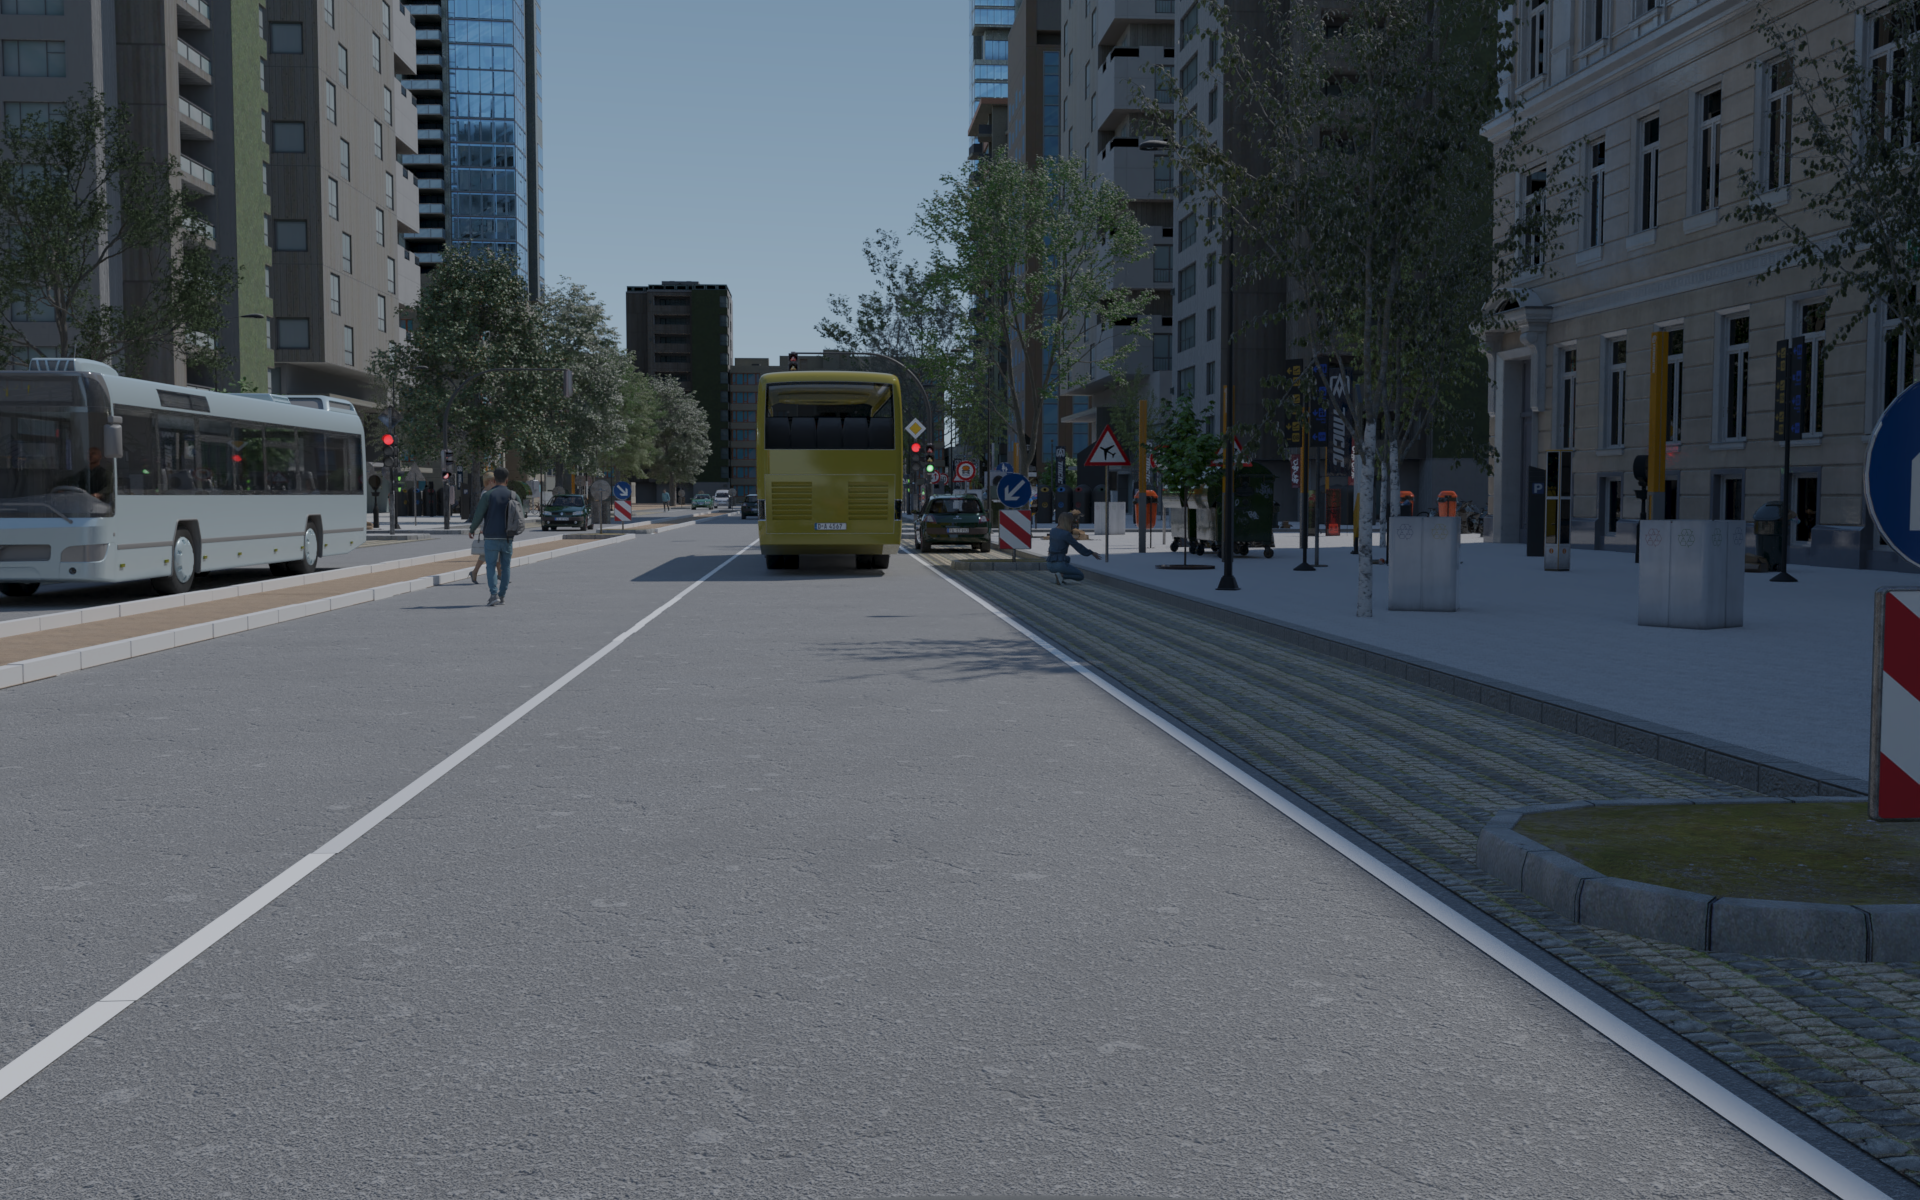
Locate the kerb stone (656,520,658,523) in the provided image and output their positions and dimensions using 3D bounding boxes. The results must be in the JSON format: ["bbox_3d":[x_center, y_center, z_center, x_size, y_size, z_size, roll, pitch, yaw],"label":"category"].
[{"bbox_3d":[-14.939,-3.807,84.442,0.120,0.150,1.000,0,4,-5],"label":"kerb stone"}]

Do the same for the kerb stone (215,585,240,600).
[{"bbox_3d":[-10.086,-0.081,23.633,0.120,0.150,1.000,0,4,-5],"label":"kerb stone"}]

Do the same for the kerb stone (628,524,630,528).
[{"bbox_3d":[-13.966,-3.058,72.195,0.120,0.150,1.000,0,4,-5],"label":"kerb stone"}]

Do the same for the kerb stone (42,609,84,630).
[{"bbox_3d":[-9.673,0.227,18.524,0.120,0.150,1.000,0,4,-5],"label":"kerb stone"}]

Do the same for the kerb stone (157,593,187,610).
[{"bbox_3d":[-9.920,0.039,21.593,0.120,0.150,1.000,0,4,-5],"label":"kerb stone"}]

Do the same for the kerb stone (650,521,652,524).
[{"bbox_3d":[-14.695,-3.620,81.385,0.120,0.150,1.000,0,4,-5],"label":"kerb stone"}]

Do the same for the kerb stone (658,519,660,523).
[{"bbox_3d":[-15.018,-3.870,85.464,0.120,0.150,1.000,0,4,-5],"label":"kerb stone"}]

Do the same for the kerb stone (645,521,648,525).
[{"bbox_3d":[-14.534,-3.494,79.333,0.120,0.150,1.000,0,4,-5],"label":"kerb stone"}]

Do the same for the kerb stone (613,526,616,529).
[{"bbox_3d":[-13.556,-2.746,67.087,0.120,0.150,1.000,0,4,-5],"label":"kerb stone"}]

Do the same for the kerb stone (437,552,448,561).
[{"bbox_3d":[-11.140,-0.899,36.899,0.120,0.150,1.000,0,4,-5],"label":"kerb stone"}]

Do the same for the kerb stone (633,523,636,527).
[{"bbox_3d":[-14.128,-3.183,74.235,0.120,0.150,1.000,0,4,-5],"label":"kerb stone"}]

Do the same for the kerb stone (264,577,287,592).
[{"bbox_3d":[-10.239,-0.213,25.675,0.120,0.150,1.000,0,4,-5],"label":"kerb stone"}]

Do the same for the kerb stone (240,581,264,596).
[{"bbox_3d":[-10.164,-0.150,24.654,0.120,0.150,1.000,0,4,-5],"label":"kerb stone"}]

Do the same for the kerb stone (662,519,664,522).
[{"bbox_3d":[-15.186,-3.994,87.502,0.120,0.150,1.000,0,4,-5],"label":"kerb stone"}]

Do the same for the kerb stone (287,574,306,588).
[{"bbox_3d":[-10.325,-0.275,26.693,0.120,0.150,1.000,0,4,-5],"label":"kerb stone"}]

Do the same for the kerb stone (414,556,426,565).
[{"bbox_3d":[-10.972,-0.772,34.857,0.120,0.150,1.000,0,4,-5],"label":"kerb stone"}]

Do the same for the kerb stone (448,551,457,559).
[{"bbox_3d":[-11.225,-0.962,37.920,0.120,0.150,1.000,0,4,-5],"label":"kerb stone"}]

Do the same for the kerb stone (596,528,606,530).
[{"bbox_3d":[-13.314,-2.558,64.029,0.120,0.150,1.000,0,4,-5],"label":"kerb stone"}]

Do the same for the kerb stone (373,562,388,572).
[{"bbox_3d":[-10.730,-0.575,31.794,0.120,0.150,1.000,0,4,-5],"label":"kerb stone"}]

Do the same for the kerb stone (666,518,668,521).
[{"bbox_3d":[-15.347,-4.119,89.540,0.120,0.150,1.000,0,4,-5],"label":"kerb stone"}]

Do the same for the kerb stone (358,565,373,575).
[{"bbox_3d":[-10.660,-0.523,30.774,0.120,0.150,1.000,0,4,-5],"label":"kerb stone"}]

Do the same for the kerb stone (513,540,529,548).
[{"bbox_3d":[-11.951,-1.524,47.112,0.120,0.150,1.000,0,4,-5],"label":"kerb stone"}]

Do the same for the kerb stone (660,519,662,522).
[{"bbox_3d":[-15.095,-3.932,86.484,0.120,0.150,1.000,0,4,-5],"label":"kerb stone"}]

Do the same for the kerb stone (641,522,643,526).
[{"bbox_3d":[-14.360,-3.370,77.295,0.120,0.150,1.000,0,4,-5],"label":"kerb stone"}]

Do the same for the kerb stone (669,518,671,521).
[{"bbox_3d":[-15.514,-4.240,91.586,0.120,0.150,1.000,0,4,-5],"label":"kerb stone"}]

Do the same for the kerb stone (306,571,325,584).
[{"bbox_3d":[-10.403,-0.337,27.712,0.120,0.150,1.000,0,4,-5],"label":"kerb stone"}]

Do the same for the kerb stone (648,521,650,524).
[{"bbox_3d":[-14.613,-3.557,80.358,0.120,0.150,1.000,0,4,-5],"label":"kerb stone"}]

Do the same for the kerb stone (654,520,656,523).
[{"bbox_3d":[-14.852,-3.743,83.424,0.120,0.150,1.000,0,4,-5],"label":"kerb stone"}]

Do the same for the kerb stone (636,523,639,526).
[{"bbox_3d":[-14.193,-3.245,75.257,0.120,0.150,1.000,0,4,-5],"label":"kerb stone"}]

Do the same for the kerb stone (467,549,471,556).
[{"bbox_3d":[-11.387,-1.086,39.958,0.120,0.150,1.000,0,4,-5],"label":"kerb stone"}]

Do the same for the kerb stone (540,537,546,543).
[{"bbox_3d":[-12.198,-1.708,50.175,0.120,0.150,1.000,0,4,-5],"label":"kerb stone"}]

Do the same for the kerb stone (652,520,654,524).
[{"bbox_3d":[-14.778,-3.680,82.404,0.120,0.150,1.000,0,4,-5],"label":"kerb stone"}]

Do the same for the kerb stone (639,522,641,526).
[{"bbox_3d":[-14.289,-3.308,76.275,0.120,0.150,1.000,0,4,-5],"label":"kerb stone"}]

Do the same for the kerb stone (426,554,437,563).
[{"bbox_3d":[-11.062,-0.837,35.875,0.120,0.150,1.000,0,4,-5],"label":"kerb stone"}]

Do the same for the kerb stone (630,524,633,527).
[{"bbox_3d":[-14.045,-3.121,73.216,0.120,0.150,1.000,0,4,-5],"label":"kerb stone"}]

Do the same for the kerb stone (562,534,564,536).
[{"bbox_3d":[-12.529,-1.962,54.273,0.120,0.150,1.000,0,4,-5],"label":"kerb stone"}]

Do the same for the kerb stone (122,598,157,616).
[{"bbox_3d":[-9.830,0.099,20.572,0.120,0.150,1.000,0,4,-5],"label":"kerb stone"}]

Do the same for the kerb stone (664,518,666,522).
[{"bbox_3d":[-15.262,-4.057,88.522,0.120,0.150,1.000,0,4,-5],"label":"kerb stone"}]

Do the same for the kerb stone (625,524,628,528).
[{"bbox_3d":[-13.878,-2.996,71.174,0.120,0.150,1.000,0,4,-5],"label":"kerb stone"}]

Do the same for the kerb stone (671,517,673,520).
[{"bbox_3d":[-15.594,-4.307,92.613,0.120,0.150,1.000,0,4,-5],"label":"kerb stone"}]

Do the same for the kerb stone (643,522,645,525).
[{"bbox_3d":[-14.450,-3.430,78.313,0.120,0.150,1.000,0,4,-5],"label":"kerb stone"}]

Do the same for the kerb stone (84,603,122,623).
[{"bbox_3d":[-9.757,0.162,19.548,0.120,0.150,1.000,0,4,-5],"label":"kerb stone"}]

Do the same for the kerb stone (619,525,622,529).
[{"bbox_3d":[-13.723,-2.871,69.129,0.120,0.150,1.000,0,4,-5],"label":"kerb stone"}]

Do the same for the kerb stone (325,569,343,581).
[{"bbox_3d":[-10.487,-0.400,28.732,0.120,0.150,1.000,0,4,-5],"label":"kerb stone"}]

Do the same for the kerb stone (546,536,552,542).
[{"bbox_3d":[-12.282,-1.769,51.193,0.120,0.150,1.000,0,4,-5],"label":"kerb stone"}]

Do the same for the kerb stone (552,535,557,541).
[{"bbox_3d":[-12.368,-1.830,52.217,0.120,0.150,1.000,0,4,-5],"label":"kerb stone"}]

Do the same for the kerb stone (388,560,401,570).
[{"bbox_3d":[-10.818,-0.650,32.816,0.120,0.150,1.000,0,4,-5],"label":"kerb stone"}]

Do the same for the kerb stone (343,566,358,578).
[{"bbox_3d":[-10.574,-0.462,29.750,0.120,0.150,1.000,0,4,-5],"label":"kerb stone"}]

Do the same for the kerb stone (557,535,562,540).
[{"bbox_3d":[-12.443,-1.892,53.236,0.120,0.150,1.000,0,4,-5],"label":"kerb stone"}]

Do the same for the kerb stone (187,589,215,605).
[{"bbox_3d":[-10.000,-0.026,22.613,0.120,0.150,1.000,0,4,-5],"label":"kerb stone"}]

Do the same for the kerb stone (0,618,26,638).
[{"bbox_3d":[-9.589,0.287,17.505,0.120,0.150,1.000,0,4,-5],"label":"kerb stone"}]

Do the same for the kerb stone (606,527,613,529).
[{"bbox_3d":[-13.468,-2.683,66.069,0.120,0.150,1.000,0,4,-5],"label":"kerb stone"}]

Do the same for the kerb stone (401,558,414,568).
[{"bbox_3d":[-10.894,-0.712,33.838,0.120,0.150,1.000,0,4,-5],"label":"kerb stone"}]

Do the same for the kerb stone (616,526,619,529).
[{"bbox_3d":[-13.638,-2.803,68.109,0.120,0.150,1.000,0,4,-5],"label":"kerb stone"}]

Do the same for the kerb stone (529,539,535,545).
[{"bbox_3d":[-12.036,-1.586,48.131,0.120,0.150,1.000,0,4,-5],"label":"kerb stone"}]

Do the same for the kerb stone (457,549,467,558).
[{"bbox_3d":[-11.303,-1.022,38.939,0.120,0.150,1.000,0,4,-5],"label":"kerb stone"}]

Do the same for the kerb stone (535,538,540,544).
[{"bbox_3d":[-12.123,-1.647,49.156,0.120,0.150,1.000,0,4,-5],"label":"kerb stone"}]

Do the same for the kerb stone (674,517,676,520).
[{"bbox_3d":[-15.758,-4.432,94.651,0.120,0.150,1.000,0,4,-5],"label":"kerb stone"}]
